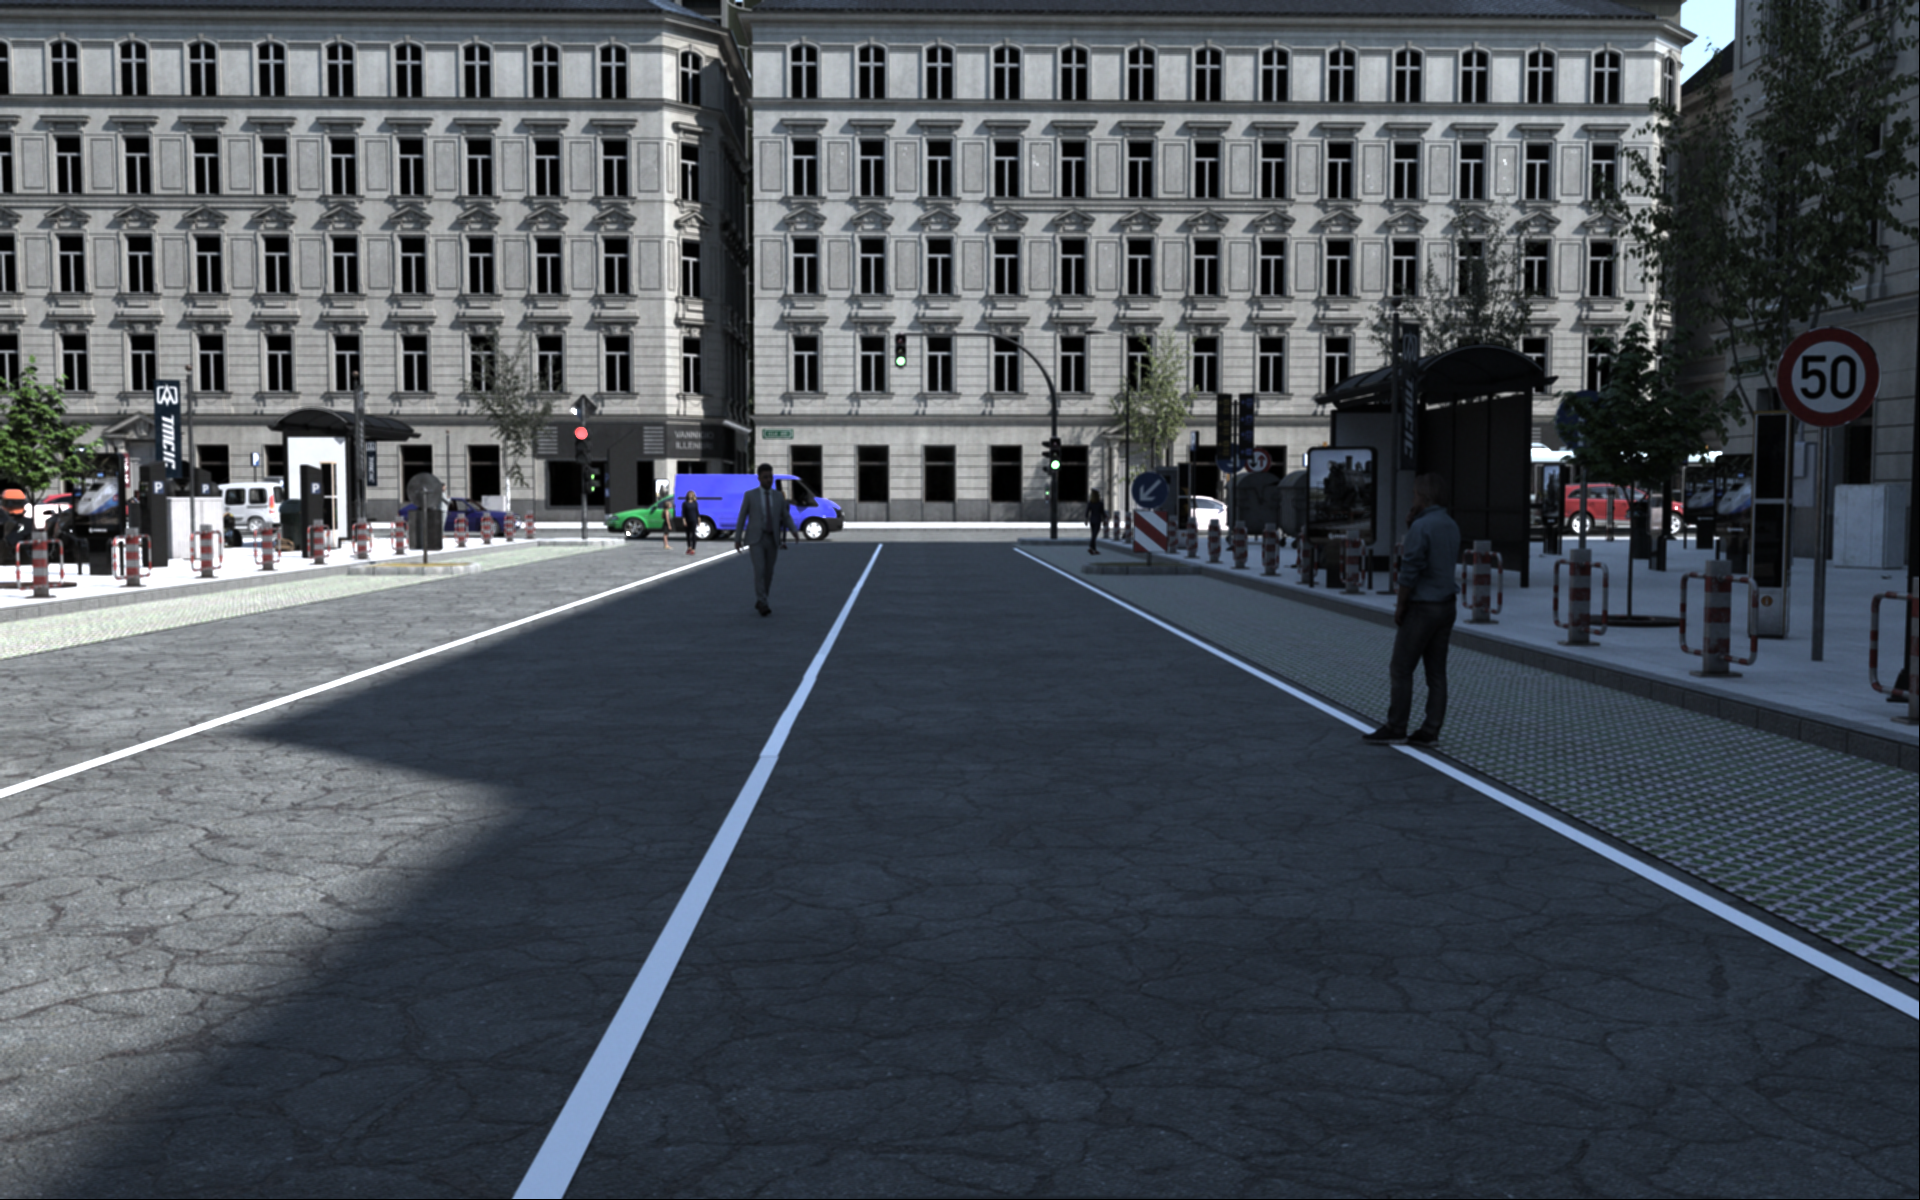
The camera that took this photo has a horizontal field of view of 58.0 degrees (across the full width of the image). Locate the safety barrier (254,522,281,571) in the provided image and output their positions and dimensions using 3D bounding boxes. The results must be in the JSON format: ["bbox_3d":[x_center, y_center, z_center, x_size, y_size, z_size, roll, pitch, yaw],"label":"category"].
[{"bbox_3d":[-11.541,-0.892,28.866,0.300,0.817,1.120,0,4,-2],"label":"safety barrier"}]

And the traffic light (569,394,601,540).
[{"bbox_3d":[-10.563,-3.657,48.708,0.839,4.253,0.868,0,4,-2],"label":"traffic light"}]

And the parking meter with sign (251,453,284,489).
[{"bbox_3d":[-28.992,-4.708,73.235,1.738,3.016,0.543,0,4,5],"label":"parking meter with sign"}]

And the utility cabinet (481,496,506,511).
[{"bbox_3d":[-20.282,-3.928,75.377,1.020,1.237,0.306,1,4,10],"label":"utility cabinet"}]

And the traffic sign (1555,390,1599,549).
[{"bbox_3d":[7.670,-1.296,21.303,0.768,2.556,0.104,0,4,1],"label":"traffic sign"}]

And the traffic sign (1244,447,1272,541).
[{"bbox_3d":[8.087,-2.880,47.194,0.768,2.556,0.104,0,4,-1],"label":"traffic sign"}]

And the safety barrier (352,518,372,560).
[{"bbox_3d":[-11.693,-1.199,33.883,0.300,0.817,1.120,0,4,-2],"label":"safety barrier"}]

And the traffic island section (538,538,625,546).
[{"bbox_3d":[-10.604,-1.624,48.841,2.009,0.180,2.903,0,4,-2],"label":"traffic island section"}]

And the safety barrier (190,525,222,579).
[{"bbox_3d":[-11.467,-0.739,26.360,0.300,0.817,1.120,0,4,-2],"label":"safety barrier"}]

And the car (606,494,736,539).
[{"bbox_3d":[-9.050,-2.891,56.071,4.718,1.807,1.959,0,4,-2],"label":"car"}]

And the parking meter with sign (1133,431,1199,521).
[{"bbox_3d":[5.676,-3.157,47.879,1.738,3.016,0.543,-1,4,-8],"label":"parking meter with sign"}]

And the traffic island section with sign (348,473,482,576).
[{"bbox_3d":[-9.746,-1.382,31.227,1.989,1.847,2.006,0,4,-2],"label":"traffic island section with sign"}]

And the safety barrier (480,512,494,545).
[{"bbox_3d":[-11.996,-1.813,43.920,0.300,0.817,1.120,0,4,-2],"label":"safety barrier"}]

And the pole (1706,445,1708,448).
[{"bbox_3d":[31.233,-4.824,72.719,0.158,3.312,0.155,0,3,0],"label":"pole"}]

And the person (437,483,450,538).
[{"bbox_3d":[-16.706,-2.899,56.077,0.511,1.800,0.466,3,5,43],"label":"person"}]

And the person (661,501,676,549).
[{"bbox_3d":[-7.623,-1.965,45.298,0.373,1.253,0.362,0,4,-1],"label":"person"}]

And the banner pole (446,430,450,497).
[{"bbox_3d":[-20.101,-4.771,68.025,0.401,3.779,0.863,-1,4,-20],"label":"banner pole"}]

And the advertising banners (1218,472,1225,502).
[{"bbox_3d":[10.333,-4.416,68.392,0.090,3.025,2.074,0,4,3],"label":"advertising banners"}]

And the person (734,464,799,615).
[{"bbox_3d":[-2.319,-0.722,20.585,0.678,1.792,0.850,-2,4,-26],"label":"person"}]

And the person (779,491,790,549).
[{"bbox_3d":[-4.624,-2.089,45.195,0.480,1.512,0.613,-2,4,-30],"label":"person"}]

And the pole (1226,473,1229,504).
[{"bbox_3d":[11.615,-4.953,74.826,0.158,3.312,0.155,0,3,0],"label":"pole"}]

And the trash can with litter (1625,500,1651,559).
[{"bbox_3d":[13.599,-1.413,34.485,0.624,1.170,1.055,2,4,25],"label":"trash can with litter"}]

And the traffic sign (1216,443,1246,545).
[{"bbox_3d":[6.754,-2.638,43.243,0.768,2.556,0.104,0,4,0],"label":"traffic sign"}]

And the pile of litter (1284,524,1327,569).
[{"bbox_3d":[6.368,-0.983,30.035,1.176,0.858,1.719,-1,4,-19],"label":"pile of litter"}]

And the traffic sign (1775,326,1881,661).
[{"bbox_3d":[6.603,-0.805,13.265,0.768,2.556,0.104,0,4,5],"label":"traffic sign"}]

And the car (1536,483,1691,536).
[{"bbox_3d":[22.910,-3.183,60.715,5.304,1.827,2.281,0,4,-1],"label":"car"}]

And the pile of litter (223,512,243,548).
[{"bbox_3d":[-17.789,-1.674,41.330,1.176,0.858,1.719,1,4,11],"label":"pile of litter"}]

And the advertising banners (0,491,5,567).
[{"bbox_3d":[-17.147,-1.998,28.860,2.074,3.025,0.090,-2,4,-31],"label":"advertising banners"}]

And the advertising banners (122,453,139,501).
[{"bbox_3d":[-35.339,-4.790,74.510,0.090,3.025,2.074,1,4,14],"label":"advertising banners"}]

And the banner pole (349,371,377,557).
[{"bbox_3d":[-12.147,-2.756,35.077,0.401,3.779,0.863,-2,4,-33],"label":"banner pole"}]

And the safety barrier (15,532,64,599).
[{"bbox_3d":[-11.316,-0.430,21.311,0.300,0.817,1.120,0,4,-2],"label":"safety barrier"}]

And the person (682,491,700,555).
[{"bbox_3d":[-6.422,-1.843,41.180,0.480,1.512,0.613,-2,4,-31],"label":"person"}]

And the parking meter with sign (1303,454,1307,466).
[{"bbox_3d":[15.370,-4.756,74.022,0.543,3.016,1.738,-2,4,-25],"label":"parking meter with sign"}]

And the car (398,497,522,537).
[{"bbox_3d":[-16.803,-2.791,58.213,3.894,1.354,1.945,0,4,-1],"label":"car"}]

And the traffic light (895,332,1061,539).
[{"bbox_3d":[0.553,-4.541,48.914,4.771,5.953,1.251,0,4,-2],"label":"traffic light"}]

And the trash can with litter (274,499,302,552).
[{"bbox_3d":[-14.966,-1.675,38.776,0.624,1.170,1.055,0,4,-6],"label":"trash can with litter"}]

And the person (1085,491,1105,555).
[{"bbox_3d":[3.176,-1.819,40.775,0.480,1.512,0.613,0,4,8],"label":"person"}]

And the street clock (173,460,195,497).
[{"bbox_3d":[-16.691,-1.996,37.207,0.471,2.002,0.358,-1,4,-18],"label":"street clock"}]

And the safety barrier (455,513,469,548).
[{"bbox_3d":[-11.920,-1.660,41.409,0.300,0.817,1.120,0,4,-2],"label":"safety barrier"}]

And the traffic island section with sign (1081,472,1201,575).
[{"bbox_3d":[3.227,-1.390,31.350,1.989,1.847,2.006,0,4,-2],"label":"traffic island section with sign"}]

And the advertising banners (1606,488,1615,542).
[{"bbox_3d":[17.782,-3.133,47.417,0.090,3.025,2.074,1,4,15],"label":"advertising banners"}]

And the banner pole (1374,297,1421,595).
[{"bbox_3d":[5.700,-1.974,22.289,0.401,3.779,0.863,3,5,42],"label":"banner pole"}]

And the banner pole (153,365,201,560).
[{"bbox_3d":[-15.117,-2.659,33.489,0.863,3.779,0.401,-1,4,-22],"label":"banner pole"}]

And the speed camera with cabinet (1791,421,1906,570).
[{"bbox_3d":[15.392,-2.194,30.208,0.660,3.252,2.038,-2,4,-29],"label":"speed camera with cabinet"}]

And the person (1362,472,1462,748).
[{"bbox_3d":[2.600,0.056,9.792,0.499,1.552,0.429,-1,4,-16],"label":"person"}]

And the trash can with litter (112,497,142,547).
[{"bbox_3d":[-20.294,-1.910,42.286,2.233,1.210,1.678,1,4,23],"label":"trash can with litter"}]

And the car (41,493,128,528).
[{"bbox_3d":[-31.047,-3.271,62.520,4.494,1.783,2.155,0,3,0],"label":"car"}]

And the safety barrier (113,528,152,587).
[{"bbox_3d":[-11.389,-0.585,23.841,0.300,0.817,1.120,0,4,-2],"label":"safety barrier"}]

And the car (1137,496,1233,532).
[{"bbox_3d":[8.720,-3.050,62.224,4.827,1.381,2.083,0,4,-3],"label":"car"}]

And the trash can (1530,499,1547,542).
[{"bbox_3d":[15.586,-2.144,46.702,0.748,1.137,0.748,0,3,0],"label":"trash can"}]

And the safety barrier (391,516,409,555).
[{"bbox_3d":[-11.770,-1.352,36.387,0.300,0.817,1.120,0,4,-2],"label":"safety barrier"}]

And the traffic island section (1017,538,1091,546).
[{"bbox_3d":[2.682,-1.648,49.233,2.009,0.180,2.903,0,4,-2],"label":"traffic island section"}]

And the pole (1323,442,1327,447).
[{"bbox_3d":[14.289,-4.529,67.886,0.158,3.312,0.155,0,3,0],"label":"pole"}]

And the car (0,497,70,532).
[{"bbox_3d":[-33.329,-2.904,59.841,4.827,1.381,2.083,0,4,-2],"label":"car"}]

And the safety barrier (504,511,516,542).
[{"bbox_3d":[-12.071,-1.966,46.423,0.300,0.817,1.120,0,4,-2],"label":"safety barrier"}]

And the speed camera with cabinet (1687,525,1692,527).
[{"bbox_3d":[28.059,-4.565,68.980,2.038,3.252,0.660,2,4,34],"label":"speed camera with cabinet"}]

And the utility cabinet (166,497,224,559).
[{"bbox_3d":[-15.171,-1.419,34.360,1.020,1.237,0.306,-2,4,-28],"label":"utility cabinet"}]

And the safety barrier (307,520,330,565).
[{"bbox_3d":[-11.616,-1.046,31.377,0.300,0.817,1.120,0,4,-2],"label":"safety barrier"}]
